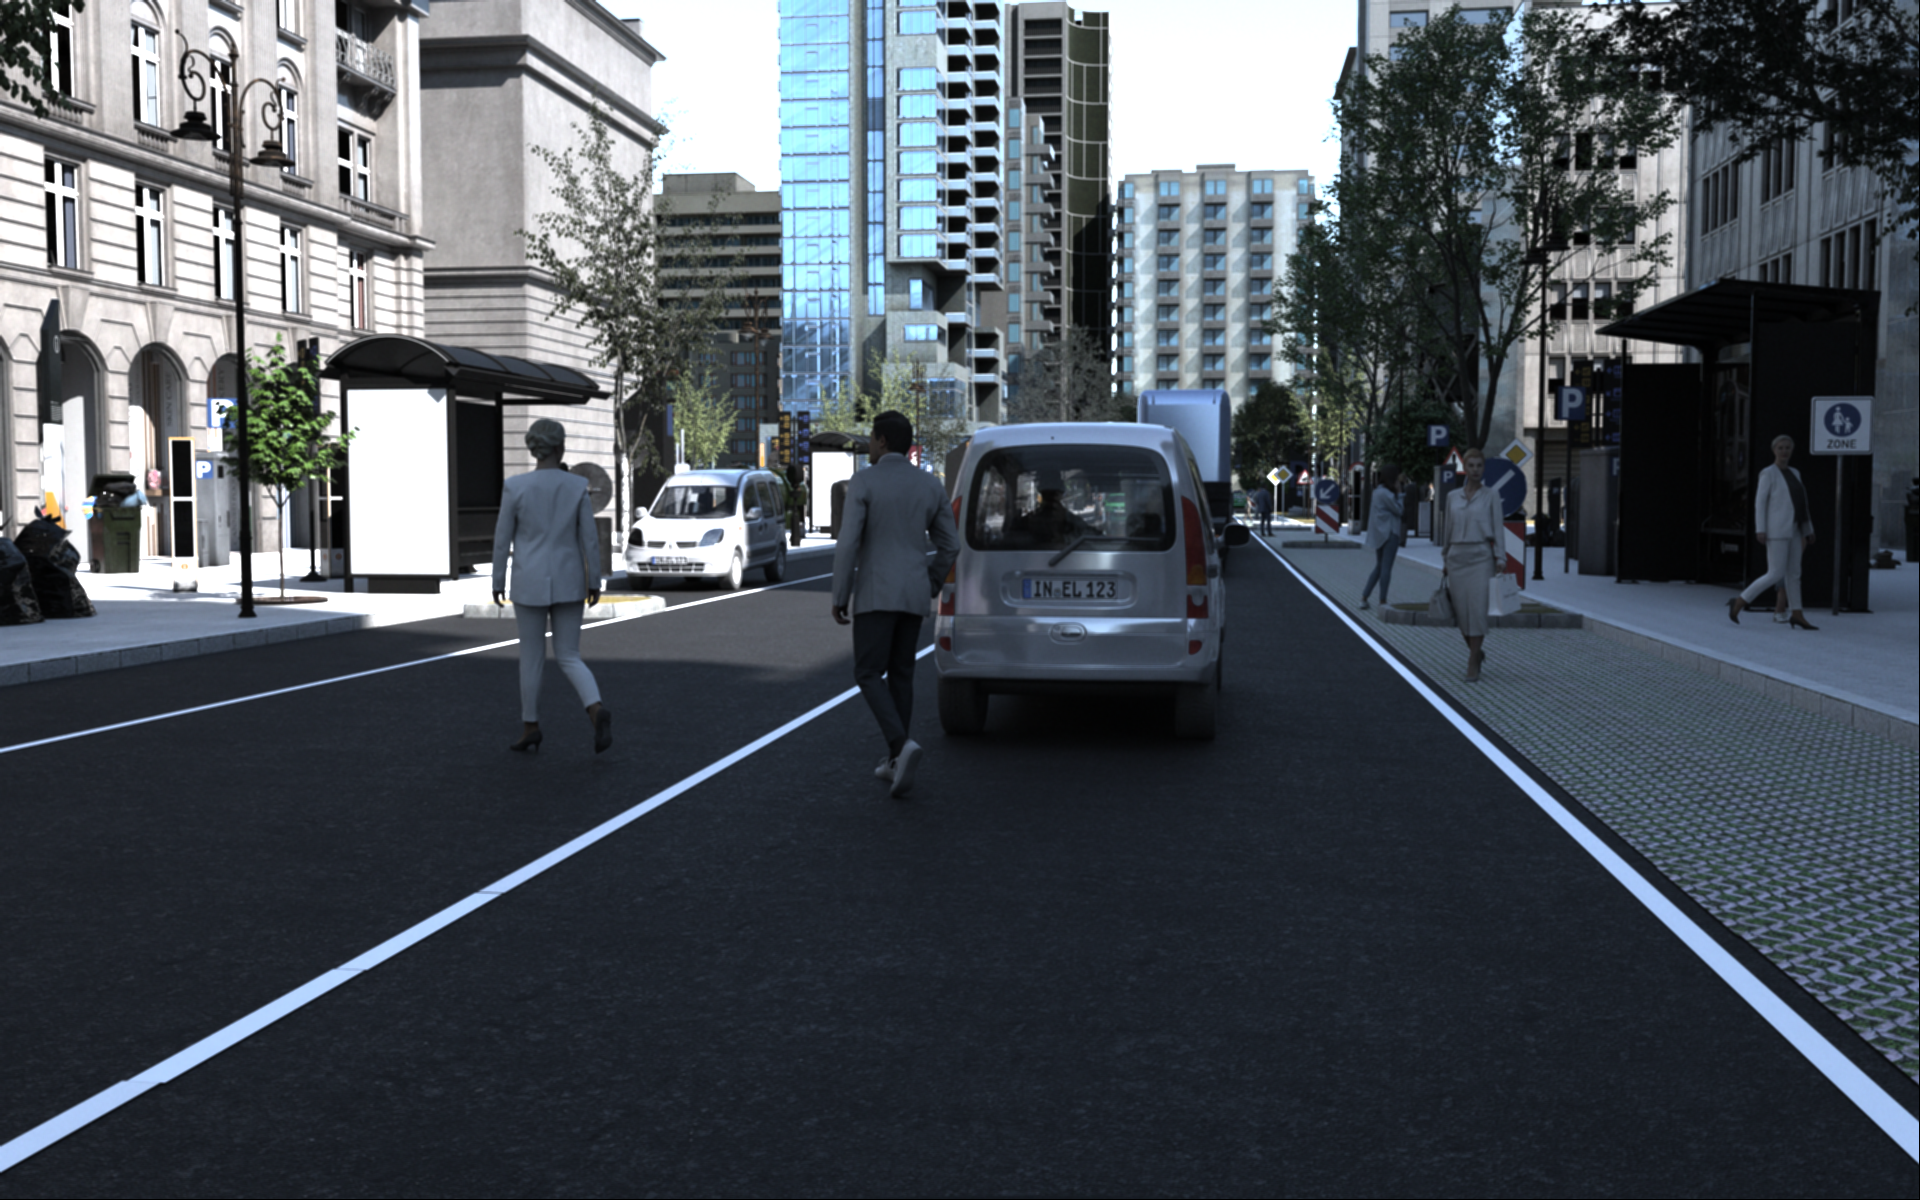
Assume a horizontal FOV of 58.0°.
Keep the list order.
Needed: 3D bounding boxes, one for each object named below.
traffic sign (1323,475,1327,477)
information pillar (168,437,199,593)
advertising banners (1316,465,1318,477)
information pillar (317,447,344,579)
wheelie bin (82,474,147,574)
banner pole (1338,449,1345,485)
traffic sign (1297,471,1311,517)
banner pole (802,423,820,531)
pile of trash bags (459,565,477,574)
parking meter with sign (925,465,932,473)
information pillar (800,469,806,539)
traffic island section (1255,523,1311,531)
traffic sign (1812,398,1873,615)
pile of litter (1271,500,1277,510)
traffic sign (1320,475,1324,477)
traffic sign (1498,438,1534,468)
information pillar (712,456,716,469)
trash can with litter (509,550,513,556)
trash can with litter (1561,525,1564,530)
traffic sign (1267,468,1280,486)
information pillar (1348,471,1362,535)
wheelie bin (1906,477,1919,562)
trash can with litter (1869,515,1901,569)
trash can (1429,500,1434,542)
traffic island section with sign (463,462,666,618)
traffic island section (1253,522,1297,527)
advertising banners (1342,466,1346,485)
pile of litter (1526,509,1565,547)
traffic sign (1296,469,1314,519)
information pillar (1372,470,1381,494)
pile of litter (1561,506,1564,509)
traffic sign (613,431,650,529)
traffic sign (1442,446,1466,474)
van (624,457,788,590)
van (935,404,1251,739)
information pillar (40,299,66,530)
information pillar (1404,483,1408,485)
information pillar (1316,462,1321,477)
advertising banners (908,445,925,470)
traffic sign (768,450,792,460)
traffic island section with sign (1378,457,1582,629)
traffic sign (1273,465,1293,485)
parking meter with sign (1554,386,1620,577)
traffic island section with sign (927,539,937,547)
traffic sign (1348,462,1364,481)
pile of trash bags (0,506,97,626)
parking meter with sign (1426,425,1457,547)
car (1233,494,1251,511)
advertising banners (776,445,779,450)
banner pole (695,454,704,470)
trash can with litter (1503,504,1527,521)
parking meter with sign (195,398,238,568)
[{"bbox_3d":[24.587,-7.121,116.538,0.768,2.556,0.104,1,4,9],"label":"traffic sign"},{"bbox_3d":[-10.161,-1.112,22.674,0.304,2.012,0.304,-1,4,-21],"label":"information pillar"},{"bbox_3d":[21.993,-6.705,105.815,0.090,3.025,2.074,2,4,27],"label":"advertising banners"},{"bbox_3d":[-9.511,-1.331,26.259,0.304,2.012,0.304,3,5,41],"label":"information pillar"},{"bbox_3d":[-13.613,-1.228,27.994,0.693,1.594,0.980,3,5,41],"label":"wheelie bin"},{"bbox_3d":[21.250,-6.513,96.503,0.401,3.779,0.863,3,5,42],"label":"banner pole"},{"bbox_3d":[19.011,-5.848,95.723,0.768,2.556,0.104,1,4,14],"label":"traffic sign"},{"bbox_3d":[-5.260,-4.343,61.020,0.863,3.779,0.401,1,4,17],"label":"banner pole"},{"bbox_3d":[-9.440,-1.140,28.395,1.912,1.369,3.447,-3,5,-43],"label":"pile of trash bags"},{"bbox_3d":[-2.481,-6.596,104.102,1.738,3.016,0.543,3,5,45],"label":"parking meter with sign"},{"bbox_3d":[-4.672,-2.787,50.061,0.304,2.012,0.304,3,5,41],"label":"information pillar"},{"bbox_3d":[12.823,-2.832,68.584,2.009,0.180,2.903,1,4,8],"label":"traffic island section"},{"bbox_3d":[9.255,-0.986,18.244,0.606,2.300,0.079,1,4,10],"label":"traffic sign"},{"bbox_3d":[25.309,-7.691,139.720,1.719,0.858,1.176,0,4,1],"label":"pile of litter"},{"bbox_3d":[24.667,-7.187,117.616,0.768,2.556,0.104,1,4,11],"label":"traffic sign"},{"bbox_3d":[12.989,-2.490,40.443,0.795,2.593,0.064,1,4,17],"label":"traffic sign"},{"bbox_3d":[-14.600,-6.819,102.850,0.183,3.616,0.504,-1,4,-22],"label":"information pillar"},{"bbox_3d":[-9.707,-1.531,36.089,2.233,1.210,1.678,0,4,-1],"label":"trash can with litter"},{"bbox_3d":[23.903,-3.364,66.058,2.233,1.210,1.678,-1,4,-11],"label":"trash can with litter"},{"bbox_3d":[13.937,-4.539,76.408,0.795,2.593,0.064,1,4,8],"label":"traffic sign"},{"bbox_3d":[12.394,-3.052,54.395,0.304,2.012,0.304,-1,4,-18],"label":"information pillar"},{"bbox_3d":[18.207,-1.506,32.532,0.693,1.594,0.980,-2,4,-30],"label":"wheelie bin"},{"bbox_3d":[15.563,-1.125,29.786,1.055,1.170,0.624,0,4,-4],"label":"trash can with litter"},{"bbox_3d":[12.434,-2.017,44.626,0.748,1.137,0.748,0,3,0],"label":"trash can"},{"bbox_3d":[-4.662,-0.751,20.911,1.989,1.847,2.006,1,4,8],"label":"traffic island section with sign"},{"bbox_3d":[13.962,-3.315,76.488,2.009,0.180,2.903,1,4,8],"label":"traffic island section"},{"bbox_3d":[25.254,-7.192,113.775,2.074,3.025,0.090,-3,5,-42],"label":"advertising banners"},{"bbox_3d":[14.215,-1.733,42.304,1.719,0.858,1.176,3,4,36],"label":"pile of litter"},{"bbox_3d":[17.898,-5.498,89.890,0.884,2.594,0.081,1,4,11],"label":"traffic sign"},{"bbox_3d":[13.019,-3.022,53.900,0.304,2.012,0.304,-1,4,-11],"label":"information pillar"},{"bbox_3d":[26.661,-3.853,76.967,1.719,0.858,1.176,-2,4,-32],"label":"pile of litter"},{"bbox_3d":[-6.593,-2.119,34.752,0.768,2.556,0.104,1,4,10],"label":"traffic sign"},{"bbox_3d":[13.295,-2.854,46.666,0.884,2.594,0.081,1,4,14],"label":"traffic sign"},{"bbox_3d":[-3.930,-1.234,27.181,2.013,2.044,4.112,1,4,8],"label":"van"},{"bbox_3d":[0.926,-0.280,11.597,2.013,2.044,4.112,1,4,9],"label":"van"},{"bbox_3d":[-10.797,-1.792,20.647,0.183,3.616,0.504,-1,4,-12],"label":"information pillar"},{"bbox_3d":[22.794,-5.156,88.790,0.304,2.012,0.304,3,5,39],"label":"information pillar"},{"bbox_3d":[26.301,-8.294,126.954,0.504,3.616,0.183,3,5,44],"label":"information pillar"},{"bbox_3d":[-2.350,-4.006,61.679,2.074,3.025,0.090,0,4,-8],"label":"advertising banners"},{"bbox_3d":[-5.173,-3.023,49.525,0.768,2.556,0.104,1,4,15],"label":"traffic sign"},{"bbox_3d":[5.748,-0.657,19.372,1.989,1.847,2.006,1,4,8],"label":"traffic island section with sign"},{"bbox_3d":[12.799,-4.056,68.505,0.795,2.593,0.064,1,4,8],"label":"traffic sign"},{"bbox_3d":[10.134,-1.898,27.296,0.543,3.016,1.738,-1,4,-19],"label":"parking meter with sign"},{"bbox_3d":[-0.815,-2.383,47.591,1.989,1.847,2.006,1,4,8],"label":"traffic island section with sign"},{"bbox_3d":[15.612,-4.146,67.900,0.768,2.556,0.104,1,4,13],"label":"traffic sign"},{"bbox_3d":[-10.704,-0.494,17.828,3.447,1.369,1.912,1,4,18],"label":"pile of trash bags"},{"bbox_3d":[11.959,-2.845,42.780,0.543,3.016,1.738,0,4,4],"label":"parking meter with sign"},{"bbox_3d":[23.832,-8.456,147.053,1.959,1.807,4.718,1,4,9],"label":"car"},{"bbox_3d":[-6.655,-3.999,61.573,0.090,3.025,2.074,1,4,8],"label":"advertising banners"},{"bbox_3d":[-15.889,-7.050,105.279,0.863,3.779,0.401,2,4,25],"label":"banner pole"},{"bbox_3d":[12.438,-1.734,39.741,1.055,1.170,0.624,1,4,12],"label":"trash can with litter"},{"bbox_3d":[-13.309,-2.106,30.689,0.543,3.016,1.738,0,4,-4],"label":"parking meter with sign"}]
